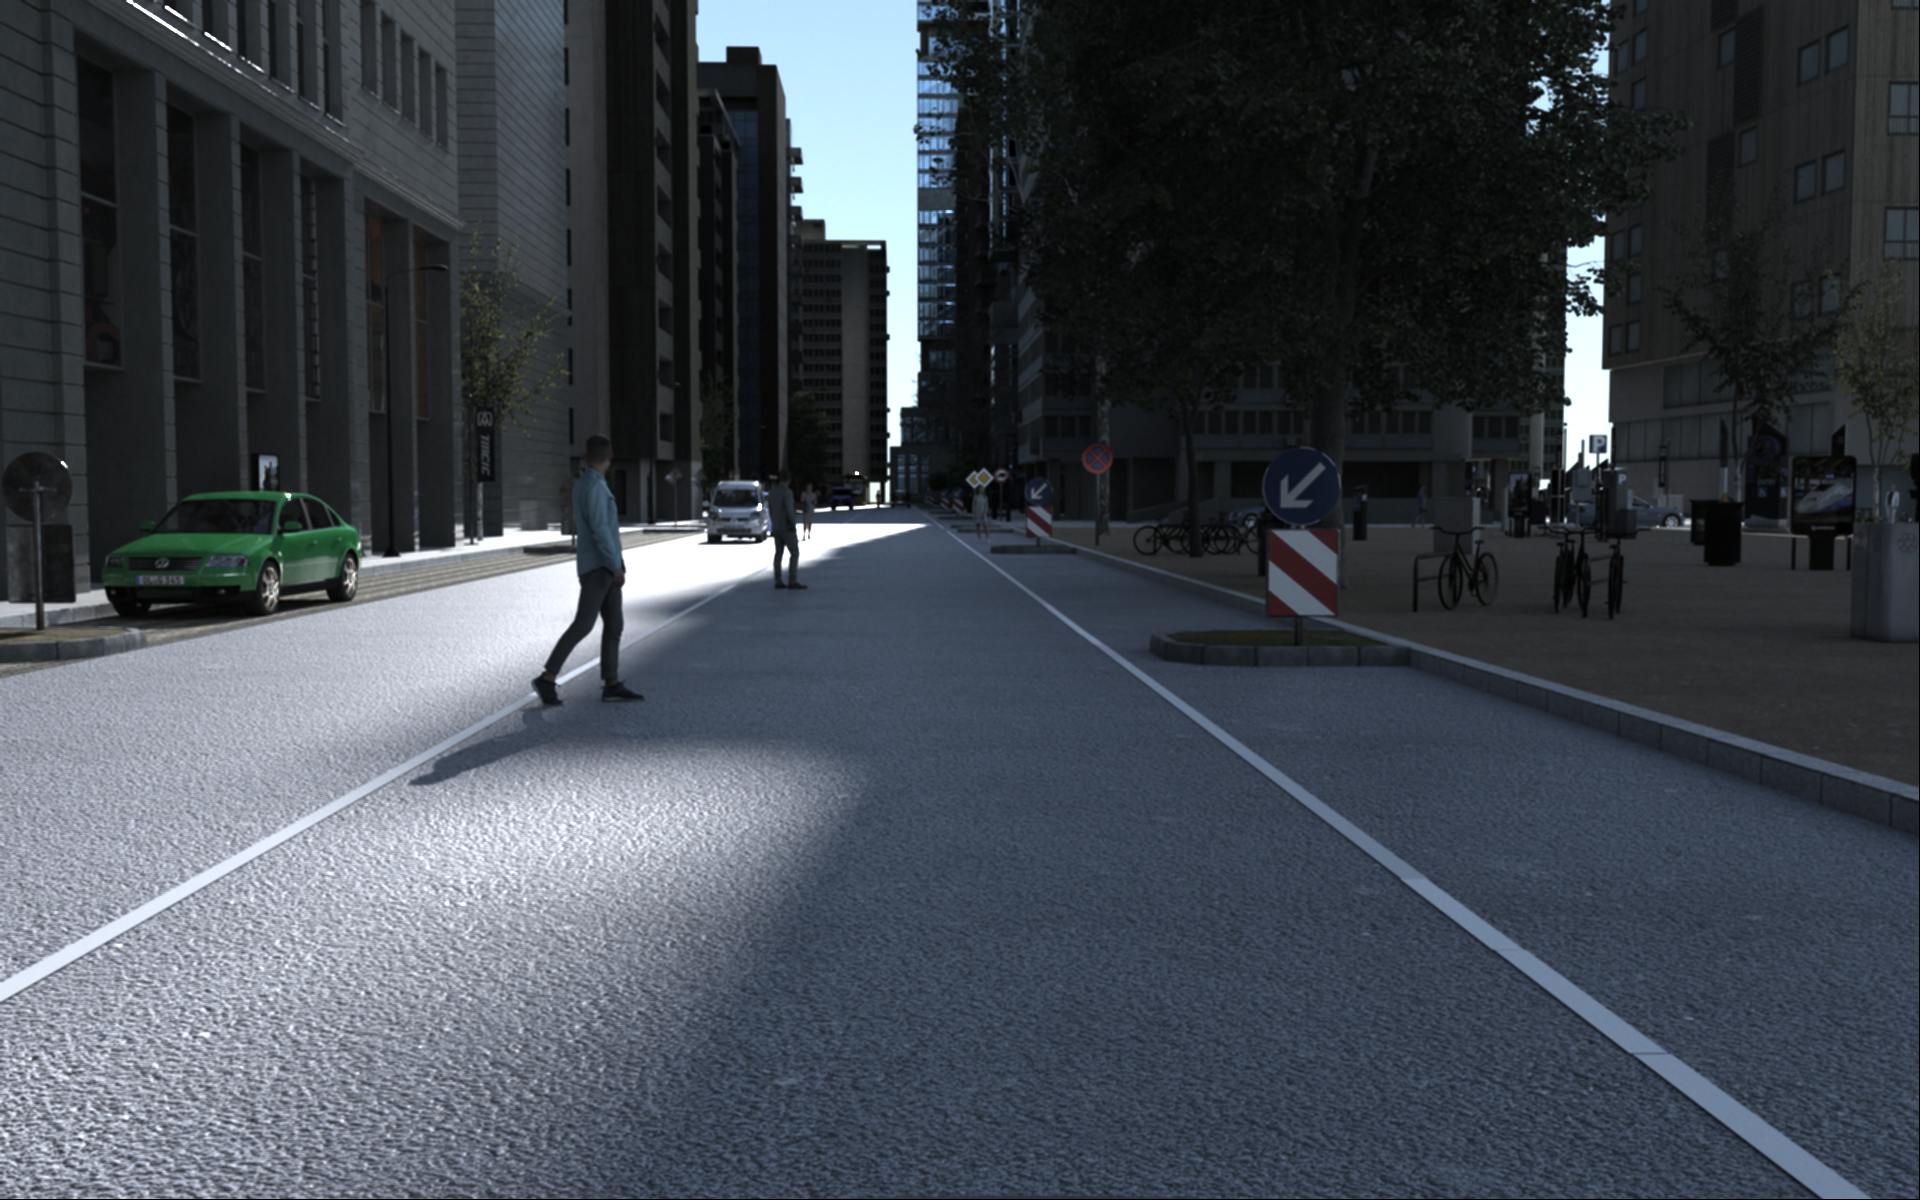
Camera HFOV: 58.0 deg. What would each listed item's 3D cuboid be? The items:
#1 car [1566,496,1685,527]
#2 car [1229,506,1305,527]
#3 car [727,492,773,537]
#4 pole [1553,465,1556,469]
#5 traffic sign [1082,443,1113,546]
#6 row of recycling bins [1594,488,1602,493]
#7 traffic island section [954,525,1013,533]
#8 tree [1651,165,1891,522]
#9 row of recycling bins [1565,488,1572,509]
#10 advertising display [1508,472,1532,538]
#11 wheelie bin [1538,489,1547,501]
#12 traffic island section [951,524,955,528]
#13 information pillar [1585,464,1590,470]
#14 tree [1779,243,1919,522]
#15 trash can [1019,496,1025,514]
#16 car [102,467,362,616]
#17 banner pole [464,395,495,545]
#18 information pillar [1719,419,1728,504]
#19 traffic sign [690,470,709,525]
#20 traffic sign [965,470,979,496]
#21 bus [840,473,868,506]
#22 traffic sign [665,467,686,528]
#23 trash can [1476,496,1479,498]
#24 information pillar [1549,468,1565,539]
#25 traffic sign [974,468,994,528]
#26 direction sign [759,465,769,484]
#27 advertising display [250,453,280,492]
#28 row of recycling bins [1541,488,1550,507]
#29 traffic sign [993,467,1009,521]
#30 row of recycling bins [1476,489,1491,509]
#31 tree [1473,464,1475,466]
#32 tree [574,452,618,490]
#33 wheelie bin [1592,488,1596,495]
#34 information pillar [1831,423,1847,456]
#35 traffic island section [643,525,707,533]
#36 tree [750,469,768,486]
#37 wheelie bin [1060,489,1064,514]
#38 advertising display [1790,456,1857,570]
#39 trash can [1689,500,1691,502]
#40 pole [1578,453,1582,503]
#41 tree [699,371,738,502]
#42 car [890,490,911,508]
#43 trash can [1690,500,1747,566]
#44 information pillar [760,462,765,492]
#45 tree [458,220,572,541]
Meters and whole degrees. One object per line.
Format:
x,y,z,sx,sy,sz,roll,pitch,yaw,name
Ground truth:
26.610,-3.499,69.210,4.499,1.417,2.014,0,4,-1,car
13.028,-3.509,69.374,4.499,1.417,2.014,0,4,-1,car
-6.984,-3.036,59.227,1.945,1.707,3.694,0,4,0,car
41.735,-7.819,121.677,0.158,3.312,0.155,0,3,0,pole
3.409,-2.622,42.973,0.768,2.556,0.104,0,4,3,traffic sign
40.247,-6.098,106.818,3.534,1.692,1.069,2,4,25,row of recycling bins
0.925,-2.628,65.249,2.009,0.180,2.903,0,4,-2,traffic island section
17.915,-5.432,39.170,4.360,8.622,3.978,0,3,0,tree
41.017,-6.652,115.868,1.069,1.692,3.534,2,4,25,row of recycling bins
16.388,-2.783,50.711,0.123,1.923,0.974,-1,4,-18,advertising display
36.026,-6.102,107.674,0.693,1.594,0.980,-1,4,-18,wheelie bin
0.636,-3.116,73.229,2.009,0.180,2.903,0,4,-2,traffic island section
49.232,-8.857,136.165,0.504,3.616,0.183,2,4,27,information pillar
27.811,-6.222,52.098,4.360,8.622,3.978,0,3,0,tree
4.177,-6.172,112.567,0.748,1.137,0.748,0,3,0,trash can
-8.954,-0.783,21.604,1.959,1.807,4.718,0,4,-1,car
-12.140,-3.288,43.768,0.863,3.779,0.401,0,4,3,banner pole
23.877,-3.842,54.170,0.183,3.616,0.504,0,4,7,information pillar
-10.925,-4.227,72.756,0.795,2.450,0.064,0,4,-2,traffic sign
0.613,-4.251,73.151,0.795,2.450,0.064,0,4,-2,traffic sign
-12.368,-13.017,204.370,2.896,3.916,12.252,0,4,-1,bus
-10.636,-3.739,64.776,0.795,2.450,0.064,0,4,-2,traffic sign
39.618,-7.527,134.715,0.748,1.137,0.748,0,3,0,trash can
17.164,-2.769,49.763,0.304,2.012,0.304,-3,5,-39,information pillar
0.902,-3.763,65.171,0.795,2.450,0.064,0,4,-2,traffic sign
-15.473,-8.864,136.928,0.876,3.537,0.379,1,4,16,direction sign
-10.939,-1.352,27.318,0.123,1.923,0.974,0,4,-3,advertising display
42.269,-7.311,126.647,3.534,1.692,1.069,-3,5,-44,row of recycling bins
1.972,-5.056,82.776,0.768,2.556,0.104,0,4,3,traffic sign
37.435,-7.270,125.983,3.534,1.692,1.069,1,4,22,row of recycling bins
31.415,-7.799,111.231,4.285,4.588,4.351,0,3,0,tree
-13.846,-4.356,65.818,1.663,3.219,1.824,0,3,0,tree
33.148,-5.101,91.301,0.980,1.594,0.693,-1,4,-12,wheelie bin
29.102,-4.038,57.380,0.183,3.616,0.504,-2,4,-31,information pillar
-10.659,-2.603,64.837,2.009,0.180,2.903,0,4,-2,traffic island section
-15.702,-8.425,132.344,1.663,3.219,1.824,0,3,0,tree
6.673,-6.414,112.769,0.980,1.594,0.693,3,5,44,wheelie bin
14.535,-1.466,29.178,0.974,1.923,0.123,1,4,17,advertising display
18.652,-1.942,43.411,0.748,1.137,0.748,0,3,0,trash can
30.497,-5.590,85.235,0.158,3.312,0.155,0,3,0,pole
-14.828,-9.260,101.761,4.737,8.622,4.395,0,3,0,tree
-6.180,-10.478,179.991,2.281,1.827,5.304,0,4,-2,car
13.632,-1.180,30.945,0.748,1.137,0.748,0,3,0,trash can
-14.563,-8.355,127.959,0.183,3.616,0.504,2,4,28,information pillar
-13.090,-5.956,47.743,4.360,8.622,3.978,0,3,0,tree
